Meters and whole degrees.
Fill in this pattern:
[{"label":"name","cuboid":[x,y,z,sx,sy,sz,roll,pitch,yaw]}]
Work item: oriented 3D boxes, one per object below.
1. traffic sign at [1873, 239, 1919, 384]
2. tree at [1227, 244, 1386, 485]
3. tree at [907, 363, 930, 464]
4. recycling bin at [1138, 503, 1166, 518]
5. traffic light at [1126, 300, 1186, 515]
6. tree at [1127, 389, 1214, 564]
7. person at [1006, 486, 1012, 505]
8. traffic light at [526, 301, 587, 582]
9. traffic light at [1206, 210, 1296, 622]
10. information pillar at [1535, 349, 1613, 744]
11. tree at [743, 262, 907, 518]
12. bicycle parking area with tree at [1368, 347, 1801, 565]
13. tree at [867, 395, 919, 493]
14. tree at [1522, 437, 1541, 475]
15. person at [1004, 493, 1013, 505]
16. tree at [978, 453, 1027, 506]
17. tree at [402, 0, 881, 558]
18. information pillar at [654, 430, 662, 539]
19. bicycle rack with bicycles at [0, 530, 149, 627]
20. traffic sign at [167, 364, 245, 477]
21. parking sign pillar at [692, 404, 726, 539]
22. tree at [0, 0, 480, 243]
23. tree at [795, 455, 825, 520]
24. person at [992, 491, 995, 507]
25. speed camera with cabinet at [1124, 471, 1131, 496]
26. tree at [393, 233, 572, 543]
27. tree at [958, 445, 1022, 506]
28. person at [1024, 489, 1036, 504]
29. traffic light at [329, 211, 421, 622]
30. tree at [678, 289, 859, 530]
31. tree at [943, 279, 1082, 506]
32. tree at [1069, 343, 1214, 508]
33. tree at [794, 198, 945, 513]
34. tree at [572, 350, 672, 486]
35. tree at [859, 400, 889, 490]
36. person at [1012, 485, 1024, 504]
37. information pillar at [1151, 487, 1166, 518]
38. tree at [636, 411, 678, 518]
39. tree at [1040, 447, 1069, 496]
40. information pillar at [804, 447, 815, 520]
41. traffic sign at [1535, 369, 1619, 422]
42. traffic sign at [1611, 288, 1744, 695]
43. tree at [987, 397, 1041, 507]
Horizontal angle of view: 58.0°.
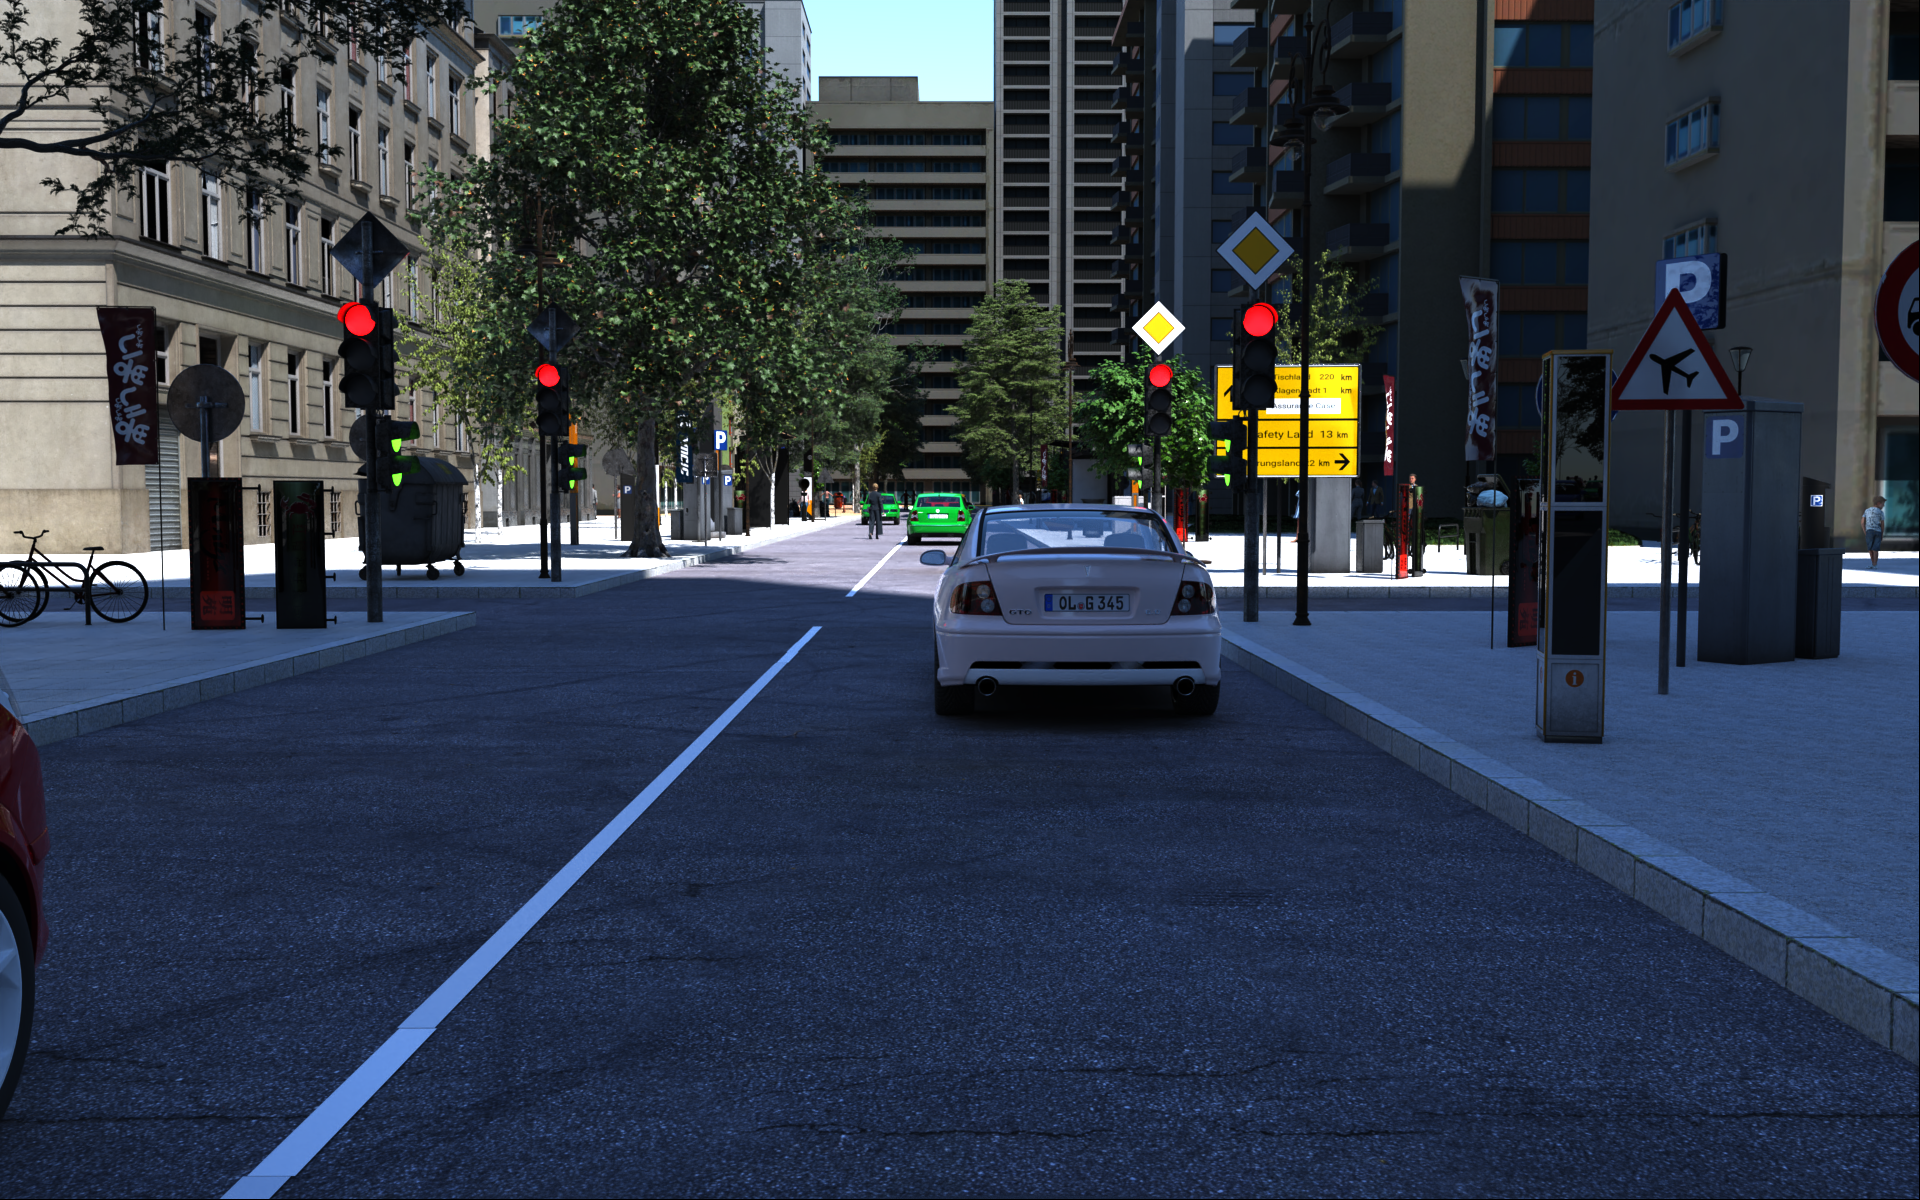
[{"label":"traffic sign","cuboid":[4.808,-0.512,8.476,0.768,2.556,0.104,0,4,1]},{"label":"tree","cuboid":[10.280,-6.148,50.884,4.737,8.622,4.395,0,3,0]},{"label":"tree","cuboid":[-7.006,-14.486,143.497,9.857,13.997,8.962,0,3,0]},{"label":"recycling bin","cuboid":[5.477,-2.307,50.269,0.722,1.027,0.722,-3,4,-36]},{"label":"traffic light","cuboid":[2.866,-2.225,25.305,0.839,4.253,0.868,0,4,0]},{"label":"tree","cuboid":[4.192,-2.290,32.047,1.663,3.219,1.824,0,3,0]},{"label":"person","cuboid":[3.266,-6.665,114.982,0.705,1.831,1.348,0,4,-7]},{"label":"traffic light","cuboid":[-5.895,-2.221,25.242,0.839,4.253,0.868,0,4,0]},{"label":"traffic light","cuboid":[2.910,-1.737,17.321,0.839,4.253,0.868,0,4,0]},{"label":"information pillar","cuboid":[3.181,-0.275,8.990,0.304,2.012,0.304,1,4,10]},{"label":"tree","cuboid":[-7.890,-11.405,93.125,9.857,13.997,8.962,0,3,0]},{"label":"bicycle parking area with tree","cuboid":[12.837,-2.936,35.010,8.231,4.147,9.016,3,5,42]},{"label":"tree","cuboid":[-7.393,-14.938,169.990,9.928,11.665,9.643,0,3,0]},{"label":"tree","cuboid":[17.451,-3.457,51.127,1.663,3.219,1.824,0,3,0]},{"label":"person","cuboid":[3.949,-8.374,143.779,1.217,1.723,0.721,-1,4,-17]},{"label":"tree","cuboid":[2.818,-8.329,119.893,4.285,4.588,4.351,0,3,0]},{"label":"tree","cuboid":[-6.328,-7.215,34.974,9.611,12.733,9.660,0,3,0]},{"label":"information pillar","cuboid":[-8.732,-3.538,49.205,0.504,3.616,0.183,3,5,39]},{"label":"bicycle rack with bicycles","cuboid":[-9.646,-0.179,16.303,2.925,0.926,2.852,0,4,7]},{"label":"traffic sign","cuboid":[-7.386,-1.032,16.977,0.768,2.556,0.104,0,4,1]},{"label":"parking sign pillar","cuboid":[-7.553,-3.788,50.399,1.447,3.967,1.447,1,4,10]},{"label":"tree","cuboid":[-6.394,-4.650,10.434,7.601,10.594,8.767,-2,4,-35]},{"label":"tree","cuboid":[-7.363,-5.589,85.982,1.663,3.219,1.824,0,3,0]},{"label":"person","cuboid":[3.431,-10.142,173.334,0.415,1.643,0.593,2,4,25]},{"label":"speed camera with cabinet","cuboid":[5.725,-4.546,68.659,2.038,3.252,0.660,0,4,0]},{"label":"tree","cuboid":[-12.660,-5.781,44.878,4.737,8.622,4.395,0,3,0]},{"label":"tree","cuboid":[3.118,-14.748,175.548,7.601,10.594,8.767,1,4,11]},{"label":"person","cuboid":[5.285,-7.534,130.009,1.217,1.735,0.721,3,5,44]},{"label":"traffic light","cuboid":[-5.851,-1.733,17.257,0.839,4.253,0.868,0,4,0]},{"label":"tree","cuboid":[-6.786,-6.769,61.033,4.737,8.622,4.395,0,3,0]},{"label":"tree","cuboid":[2.643,-10.632,91.955,7.486,12.596,7.792,0,3,0]},{"label":"tree","cuboid":[3.958,-3.238,36.663,4.285,4.588,4.351,0,3,0]},{"label":"tree","cuboid":[-7.430,-15.743,113.281,12.611,20.169,13.585,0,3,0]},{"label":"tree","cuboid":[-14.351,-7.491,72.842,4.360,8.622,3.978,0,3,0]},{"label":"tree","cuboid":[-7.659,-10.860,127.925,4.737,8.622,4.395,0,3,0]},{"label":"person","cuboid":[3.652,-6.194,107.317,0.705,1.824,1.348,2,4,31]},{"label":"information pillar","cuboid":[5.437,-2.632,47.531,0.304,2.012,0.304,3,5,42]},{"label":"tree","cuboid":[-14.085,-8.183,84.149,4.737,8.622,4.395,0,3,0]},{"label":"tree","cuboid":[3.951,-4.678,71.081,1.663,3.219,1.824,0,3,0]},{"label":"information pillar","cuboid":[-7.377,-5.701,84.574,0.504,3.616,0.183,1,4,15]},{"label":"traffic sign","cuboid":[5.591,-0.957,15.747,0.768,2.556,0.104,0,4,2]},{"label":"traffic sign","cuboid":[4.510,-0.675,11.033,0.884,2.594,0.081,0,4,5]},{"label":"tree","cuboid":[3.398,-14.693,157.241,9.611,12.733,9.660,0,3,0]}]
